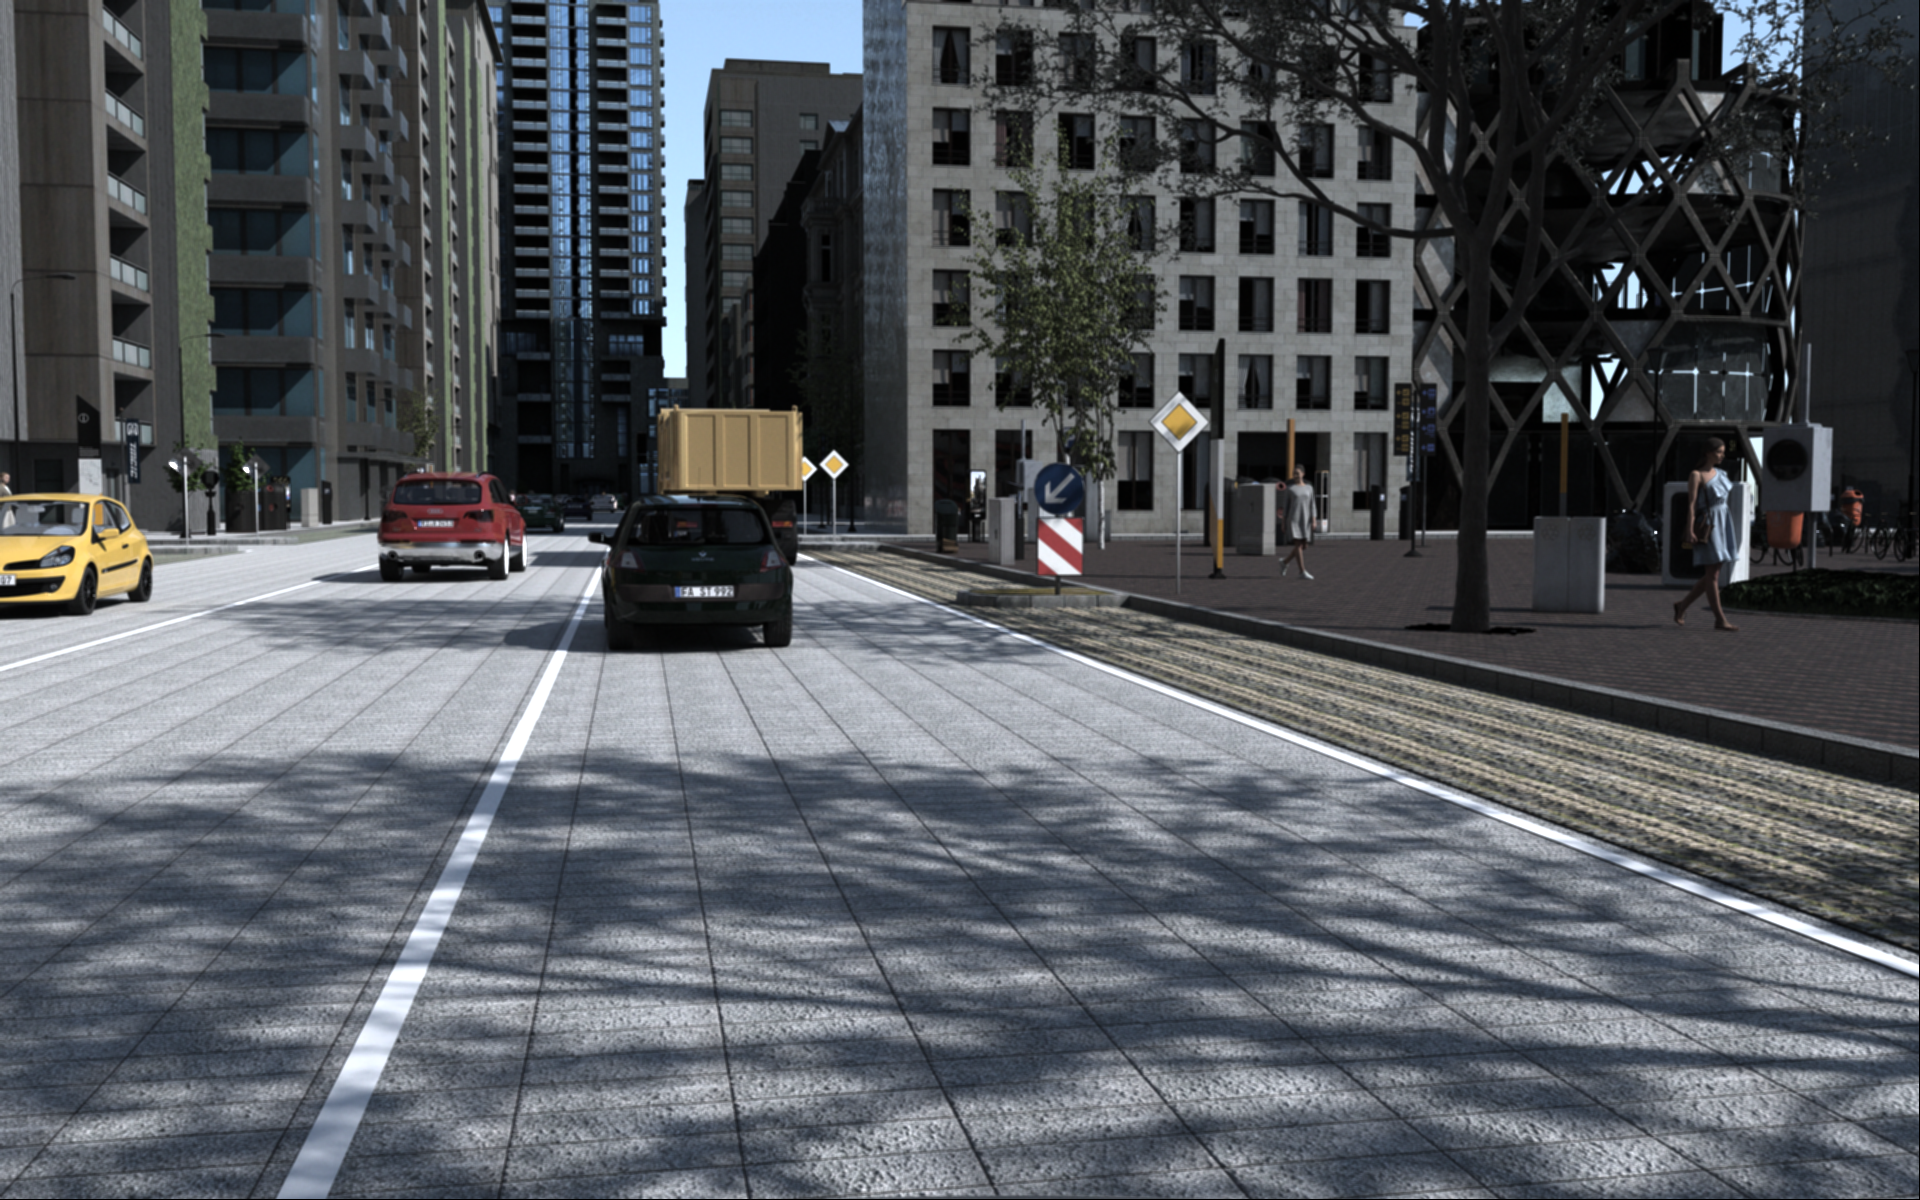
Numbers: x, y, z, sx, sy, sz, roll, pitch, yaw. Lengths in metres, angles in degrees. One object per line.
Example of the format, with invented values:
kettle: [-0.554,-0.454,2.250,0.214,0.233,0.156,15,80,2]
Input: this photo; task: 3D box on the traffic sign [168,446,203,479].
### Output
traffic sign: [-18.883,-2.449,42.229,0.795,2.593,0.064,-1,4,-11]

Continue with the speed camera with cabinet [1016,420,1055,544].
speed camera with cabinet: [2.028,-3.125,45.423,0.660,3.252,2.038,-1,4,-15]

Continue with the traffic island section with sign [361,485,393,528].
traffic island section with sign: [-24.612,-4.028,74.477,1.989,1.847,2.006,-1,4,-11]

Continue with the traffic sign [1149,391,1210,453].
traffic sign: [2.809,-1.367,22.091,0.795,2.593,0.064,0,4,-8]

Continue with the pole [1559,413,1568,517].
pole: [15.242,-3.052,43.751,0.158,3.312,0.155,0,3,0]

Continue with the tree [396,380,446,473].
tree: [-34.456,-9.723,109.341,4.737,8.622,4.395,0,3,0]

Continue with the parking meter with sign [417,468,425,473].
parking meter with sign: [-35.236,-7.196,113.915,0.543,3.016,1.738,-2,4,-34]

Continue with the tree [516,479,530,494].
tree: [-50.556,-12.543,199.683,1.663,3.219,1.824,0,3,0]

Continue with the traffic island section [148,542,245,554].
traffic island section: [-18.904,-1.224,42.292,2.009,0.180,2.903,-1,4,-11]

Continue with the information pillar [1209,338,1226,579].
information pillar: [3.904,-2.137,26.300,0.183,3.616,0.504,0,4,-7]

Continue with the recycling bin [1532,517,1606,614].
recycling bin: [6.653,-0.389,18.912,0.722,1.027,0.722,1,4,22]

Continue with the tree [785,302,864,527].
tree: [-4.756,-7.167,67.539,4.737,8.622,4.395,0,3,0]

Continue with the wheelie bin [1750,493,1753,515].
wheelie bin: [54.799,-6.936,121.311,0.980,1.594,0.693,-1,4,-20]

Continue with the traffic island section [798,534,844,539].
traffic island section: [-4.704,-1.883,53.061,2.009,0.180,2.903,-1,4,-11]

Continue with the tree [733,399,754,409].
tree: [-15.975,-10.969,129.710,4.360,8.622,3.978,0,3,0]

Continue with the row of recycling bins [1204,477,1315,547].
row of recycling bins: [7.414,-2.197,43.042,3.534,1.692,1.069,-3,4,-37]

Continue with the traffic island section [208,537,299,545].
traffic island section: [-20.374,-1.704,50.141,2.009,0.180,2.903,-1,4,-11]

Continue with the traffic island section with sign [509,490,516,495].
traffic island section with sign: [-38.914,-8.696,150.813,1.989,1.847,2.006,-1,4,-11]

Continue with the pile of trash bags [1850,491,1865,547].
pile of trash bags: [21.238,-2.024,42.852,3.447,1.369,1.912,-2,4,-33]

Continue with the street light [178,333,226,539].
street light: [-21.844,-4.734,49.947,1.470,5.913,1.316,-1,4,-11]

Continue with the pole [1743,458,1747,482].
pole: [34.763,-5.069,76.724,0.158,3.312,0.155,0,3,0]

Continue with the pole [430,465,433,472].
pole: [-37.290,-7.850,122.183,0.158,3.312,0.155,0,3,0]

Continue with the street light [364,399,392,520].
street light: [-28.328,-6.833,84.254,1.470,5.913,1.316,-1,4,-11]

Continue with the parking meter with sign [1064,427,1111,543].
parking meter with sign: [3.373,-3.029,45.790,0.543,3.016,1.738,3,4,37]

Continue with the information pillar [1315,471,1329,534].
information pillar: [11.658,-3.141,55.848,0.304,2.012,0.304,-3,4,-36]

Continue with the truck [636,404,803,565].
truck: [-5.276,-2.577,38.065,3.469,3.379,9.791,-1,4,-12]

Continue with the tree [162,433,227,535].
tree: [-24.527,-3.690,54.935,1.663,3.219,1.824,0,3,0]

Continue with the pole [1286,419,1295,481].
pole: [8.967,-3.253,47.036,0.158,3.312,0.155,0,3,0]

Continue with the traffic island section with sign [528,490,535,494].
traffic island section with sign: [-43.944,-10.345,177.774,1.989,1.847,2.006,-1,4,-11]

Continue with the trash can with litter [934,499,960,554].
trash can with litter: [-0.209,-1.609,37.702,0.624,1.170,1.055,-1,4,-11]

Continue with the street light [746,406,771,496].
street light: [-10.662,-7.309,92.045,1.470,5.913,1.316,-1,4,-11]

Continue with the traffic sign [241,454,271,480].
traffic sign: [-20.353,-2.929,50.078,0.795,2.593,0.064,-1,4,-11]

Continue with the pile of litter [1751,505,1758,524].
pile of litter: [33.899,-3.601,72.838,1.176,0.858,1.719,2,4,31]

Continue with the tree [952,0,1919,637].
tree: [4.892,-6.452,15.860,12.009,13.543,11.850,0,3,0]

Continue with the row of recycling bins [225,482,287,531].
row of recycling bins: [-24.459,-3.241,60.105,1.069,1.692,3.534,0,4,3]

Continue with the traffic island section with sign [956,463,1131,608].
traffic island section with sign: [1.008,-0.854,22.598,1.989,1.847,2.006,-1,4,-11]

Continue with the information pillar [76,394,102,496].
information pillar: [-20.433,-3.015,40.652,0.504,3.616,0.183,-1,4,-16]

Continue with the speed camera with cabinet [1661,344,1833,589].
speed camera with cabinet: [10.565,-1.772,23.306,0.660,3.252,2.038,-3,4,-39]

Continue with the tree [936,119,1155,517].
tree: [1.904,-5.069,33.240,4.737,8.622,4.395,0,3,0]

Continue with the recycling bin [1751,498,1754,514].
recycling bin: [50.499,-6.041,111.326,0.722,1.027,0.722,-1,4,-15]

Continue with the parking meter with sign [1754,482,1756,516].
parking meter with sign: [47.511,-6.440,101.555,0.543,3.016,1.738,-3,5,-45]

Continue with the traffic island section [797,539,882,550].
traffic island section: [-3.234,-1.402,45.212,2.009,0.180,2.903,-1,4,-11]

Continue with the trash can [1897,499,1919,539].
trash can: [27.137,-2.309,49.410,0.748,1.137,0.748,0,3,0]

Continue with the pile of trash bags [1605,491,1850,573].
pile of trash bags: [11.932,-1.093,27.623,1.912,1.369,3.447,-2,4,-27]

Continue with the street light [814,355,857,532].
street light: [-4.174,-5.237,58.161,1.470,5.913,1.316,-1,4,-11]

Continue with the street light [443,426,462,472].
street light: [-34.642,-8.902,118.088,1.470,5.913,1.316,-1,4,-11]

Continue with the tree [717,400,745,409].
tree: [-17.845,-11.273,134.682,4.737,8.622,4.395,0,3,0]

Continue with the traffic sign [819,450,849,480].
traffic sign: [-3.255,-2.626,45.125,0.795,2.593,0.064,-1,4,-11]

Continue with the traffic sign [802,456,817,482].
traffic sign: [-4.725,-3.106,52.974,0.795,2.593,0.064,-1,4,-11]

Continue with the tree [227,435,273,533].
tree: [-23.780,-3.828,57.194,1.663,3.219,1.824,0,3,0]

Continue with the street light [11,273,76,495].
street light: [-19.304,-3.912,36.497,1.470,5.913,1.316,-1,4,-11]

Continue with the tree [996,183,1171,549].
tree: [3.071,-5.489,40.100,4.360,8.622,3.978,0,3,0]

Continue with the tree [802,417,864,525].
tree: [-5.420,-5.413,72.216,4.285,4.588,4.351,0,3,0]
